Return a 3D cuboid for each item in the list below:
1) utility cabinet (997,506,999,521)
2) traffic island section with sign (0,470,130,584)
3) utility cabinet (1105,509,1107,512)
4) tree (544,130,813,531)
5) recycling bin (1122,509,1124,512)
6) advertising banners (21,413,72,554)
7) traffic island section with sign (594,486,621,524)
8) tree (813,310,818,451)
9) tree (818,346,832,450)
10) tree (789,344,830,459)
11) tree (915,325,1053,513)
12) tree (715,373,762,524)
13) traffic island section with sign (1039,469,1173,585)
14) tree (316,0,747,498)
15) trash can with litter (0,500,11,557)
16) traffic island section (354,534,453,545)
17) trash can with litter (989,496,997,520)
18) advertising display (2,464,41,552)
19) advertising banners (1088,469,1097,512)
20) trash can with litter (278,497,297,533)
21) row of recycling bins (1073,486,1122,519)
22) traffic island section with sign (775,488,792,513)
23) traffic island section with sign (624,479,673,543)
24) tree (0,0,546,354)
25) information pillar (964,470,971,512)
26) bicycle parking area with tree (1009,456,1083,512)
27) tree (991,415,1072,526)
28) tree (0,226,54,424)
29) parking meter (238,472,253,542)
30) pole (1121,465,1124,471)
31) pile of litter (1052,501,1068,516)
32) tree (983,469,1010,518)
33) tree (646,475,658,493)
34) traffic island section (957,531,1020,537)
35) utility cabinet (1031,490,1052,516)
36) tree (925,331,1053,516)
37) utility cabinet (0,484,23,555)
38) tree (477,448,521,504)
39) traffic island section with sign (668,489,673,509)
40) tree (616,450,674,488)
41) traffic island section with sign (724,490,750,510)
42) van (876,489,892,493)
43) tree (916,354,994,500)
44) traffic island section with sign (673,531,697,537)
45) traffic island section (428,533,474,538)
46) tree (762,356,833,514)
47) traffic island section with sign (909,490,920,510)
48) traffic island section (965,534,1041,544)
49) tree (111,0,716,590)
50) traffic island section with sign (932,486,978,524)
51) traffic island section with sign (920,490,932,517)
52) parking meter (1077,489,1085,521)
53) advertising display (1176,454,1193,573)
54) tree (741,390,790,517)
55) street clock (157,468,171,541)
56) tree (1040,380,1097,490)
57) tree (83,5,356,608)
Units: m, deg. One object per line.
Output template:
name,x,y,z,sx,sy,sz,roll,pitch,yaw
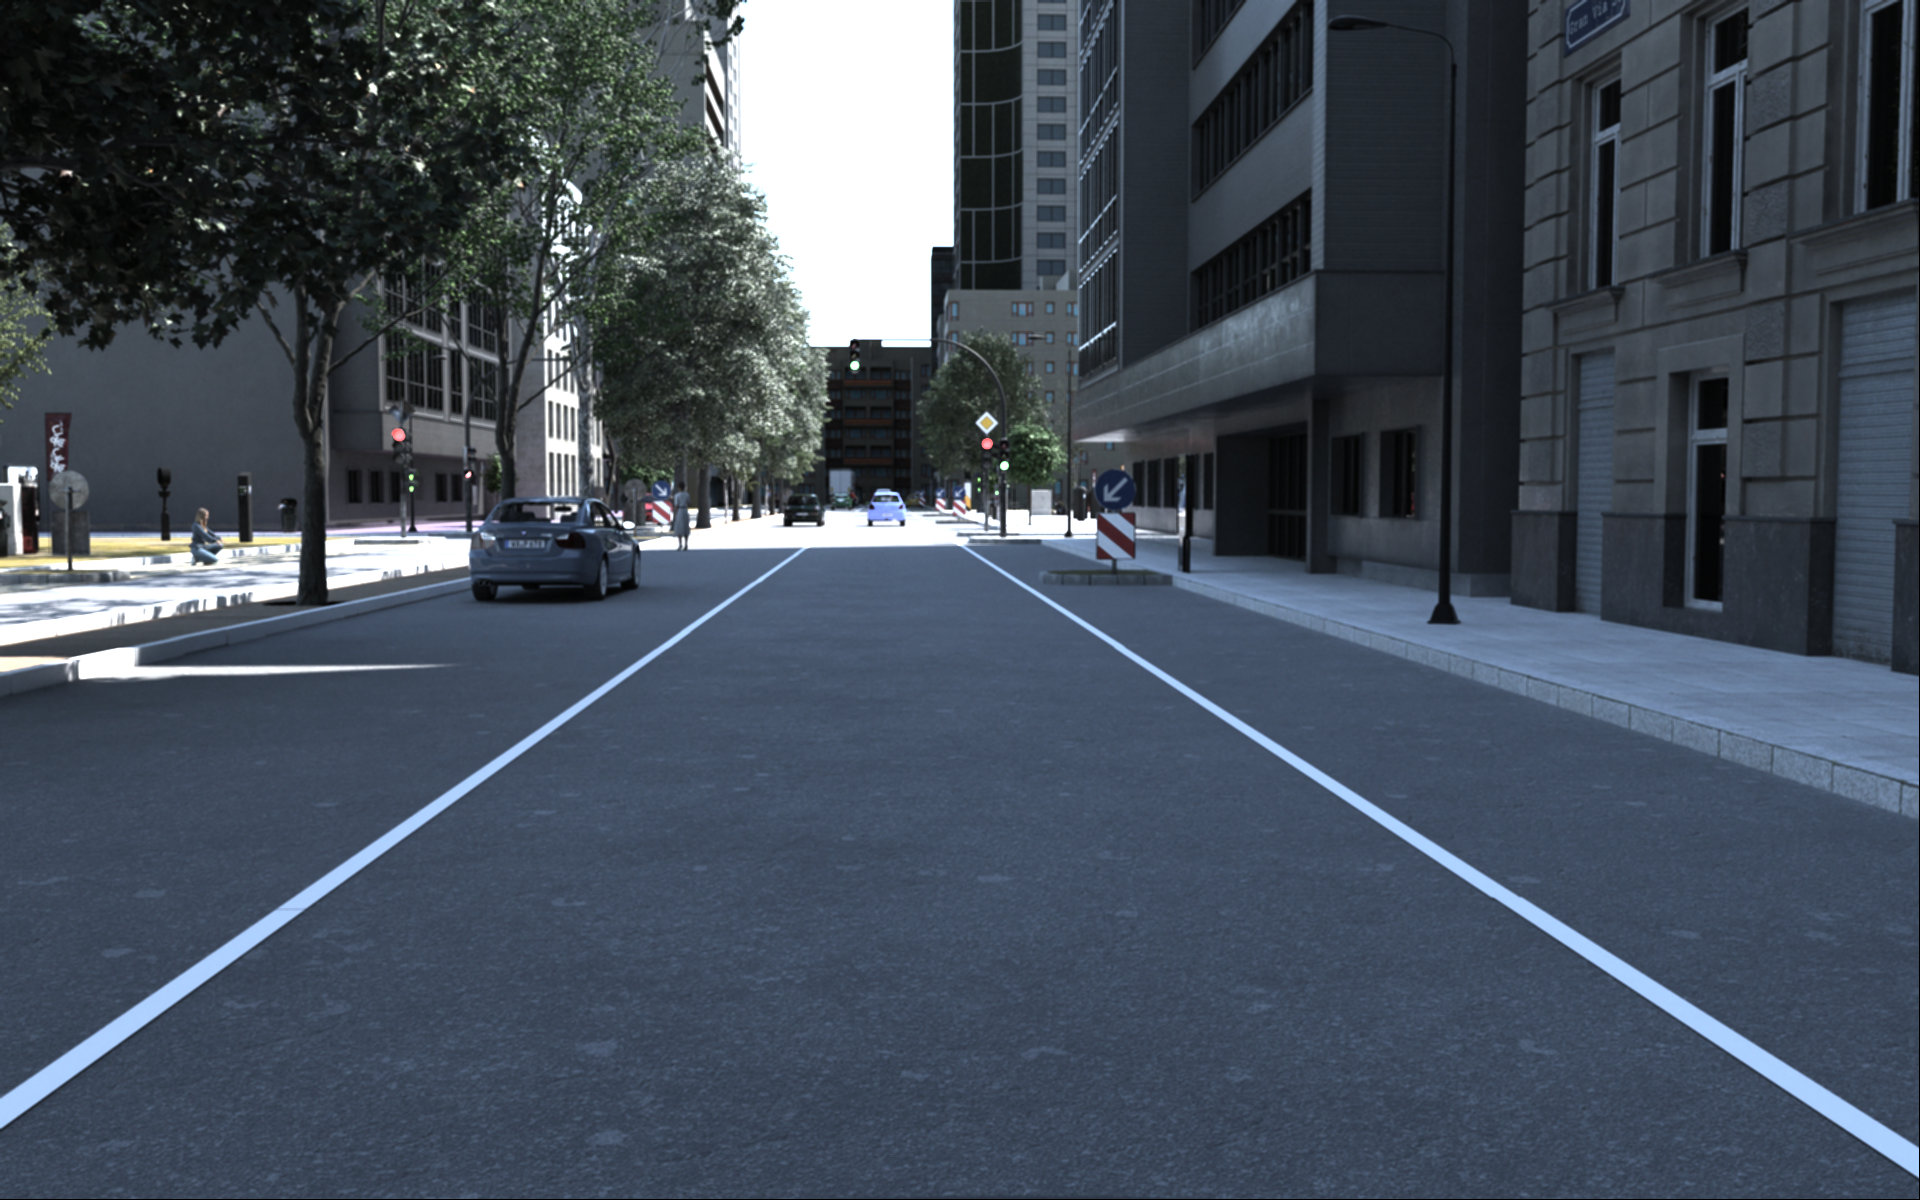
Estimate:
utility cabinet,1.966,-4.463,81.647,0.318,1.500,1.173,1,4,11
traffic island section with sign,-14.831,-1.208,28.377,1.989,1.847,2.006,0,4,-3
utility cabinet,7.553,-4.987,92.692,1.020,1.237,0.306,-2,4,-25
tree,-10.070,-9.330,61.651,9.857,13.997,8.962,0,3,0
recycling bin,9.686,-5.278,98.845,0.722,1.027,0.722,2,4,33
advertising banners,-20.125,-2.503,37.107,2.074,3.025,0.090,-1,4,-15
traffic island section with sign,-17.273,-4.534,82.755,1.989,1.847,2.006,0,4,-3
tree,-10.672,-9.936,71.572,9.857,13.997,8.962,0,3,0
tree,-11.824,-11.674,99.976,9.857,13.997,8.962,0,3,0
tree,-11.512,-9.852,89.289,9.928,11.665,9.643,0,3,0
tree,1.578,-12.286,117.888,9.611,12.733,9.660,0,3,0
tree,-10.943,-7.838,80.965,4.737,8.622,4.395,0,3,0
traffic island section with sign,2.312,-1.192,28.120,1.989,1.847,2.006,0,4,-3
tree,-10.526,-11.308,43.234,12.611,20.169,13.585,0,3,0
trash can with litter,-19.750,-1.440,34.933,1.055,1.170,0.624,0,4,-4
traffic island section,-16.137,-1.707,50.184,2.009,0.180,2.903,0,4,-3
trash can with litter,1.859,-4.518,85.260,0.624,1.170,1.055,2,4,28
advertising display,-20.586,-2.006,38.017,0.123,1.923,0.974,1,4,11
advertising banners,9.066,-7.729,122.551,0.090,3.025,2.074,-2,4,-30
trash can with litter,-22.305,-2.817,57.440,0.624,1.170,1.055,-1,4,-23
row of recycling bins,7.558,-5.017,89.146,3.534,1.692,1.069,1,4,8
traffic island section with sign,-13.322,-7.648,133.174,2.006,1.907,1.989,0,4,-3
traffic island section with sign,-9.608,-2.604,50.711,2.006,1.907,1.989,0,4,-3
tree,-8.141,-5.654,11.915,9.611,12.733,9.660,0,3,0
information pillar,0.573,-8.272,126.603,0.504,3.616,0.183,-2,4,-24
bicycle parking area with tree,6.453,-8.774,130.460,8.231,4.147,9.016,2,4,35
tree,2.930,-5.323,70.748,4.285,4.588,4.351,0,3,0
tree,-25.657,-5.810,45.363,4.737,8.622,4.395,0,3,0
parking meter,-19.017,-2.469,46.081,0.255,1.863,0.399,0,4,-6
pole,11.525,-7.907,123.128,0.158,3.312,0.155,0,3,0
pile of litter,5.695,-5.397,102.207,1.719,0.858,1.176,-1,4,-19
tree,1.795,-6.035,93.267,1.663,3.219,1.824,0,3,0
tree,-21.982,-7.936,124.355,1.663,3.219,1.824,0,3,0
traffic island section,0.927,-2.242,58.938,2.009,0.180,2.903,0,4,-3
utility cabinet,4.714,-5.607,100.345,1.173,1.500,0.318,0,4,0
tree,1.525,-10.118,99.838,8.767,10.594,7.601,2,4,31
utility cabinet,-20.288,-1.685,36.229,1.173,1.500,0.318,0,4,1
tree,-19.080,-4.701,71.460,1.663,3.219,1.824,0,3,0
traffic island section with sign,-18.505,-6.202,110.034,1.989,1.847,2.006,0,4,-3
tree,-23.009,-9.002,130.896,4.285,4.588,4.351,0,3,0
traffic island section with sign,-20.764,-9.267,160.145,1.989,1.847,2.006,0,4,-3
van,-6.590,-8.714,149.488,2.013,2.044,4.112,0,4,-3
tree,-0.150,-13.582,140.186,7.486,12.596,7.792,0,3,0
traffic island section with sign,-9.931,-3.057,58.112,2.006,1.907,1.989,0,4,-3
traffic island section,-16.497,-2.195,58.161,2.009,0.180,2.903,0,4,-3
tree,-12.885,-12.416,123.579,7.486,12.596,7.792,0,3,0
traffic island section with sign,-3.653,-9.294,160.590,1.989,1.847,2.006,0,4,-3
traffic island section,1.287,-1.754,50.961,2.009,0.180,2.903,0,4,-3
tree,-8.336,-6.337,31.819,9.928,11.665,9.643,0,3,0
traffic island section with sign,-0.185,-4.580,83.512,1.989,1.847,2.006,0,4,-3
traffic island section with sign,-1.385,-6.227,110.441,1.989,1.847,2.006,0,4,-3
parking meter,5.706,-4.473,81.540,0.372,1.533,0.369,0,3,0
advertising display,3.698,-1.425,28.516,0.123,1.923,0.974,0,4,-2
tree,-12.070,-9.473,107.699,4.360,8.622,3.978,0,3,0
street clock,-21.835,-2.629,47.555,0.358,2.002,0.471,-3,5,-40
tree,7.035,-9.713,109.168,4.360,8.622,3.978,0,3,0
tree,-8.211,-5.724,21.805,9.928,11.665,9.643,0,3,0
